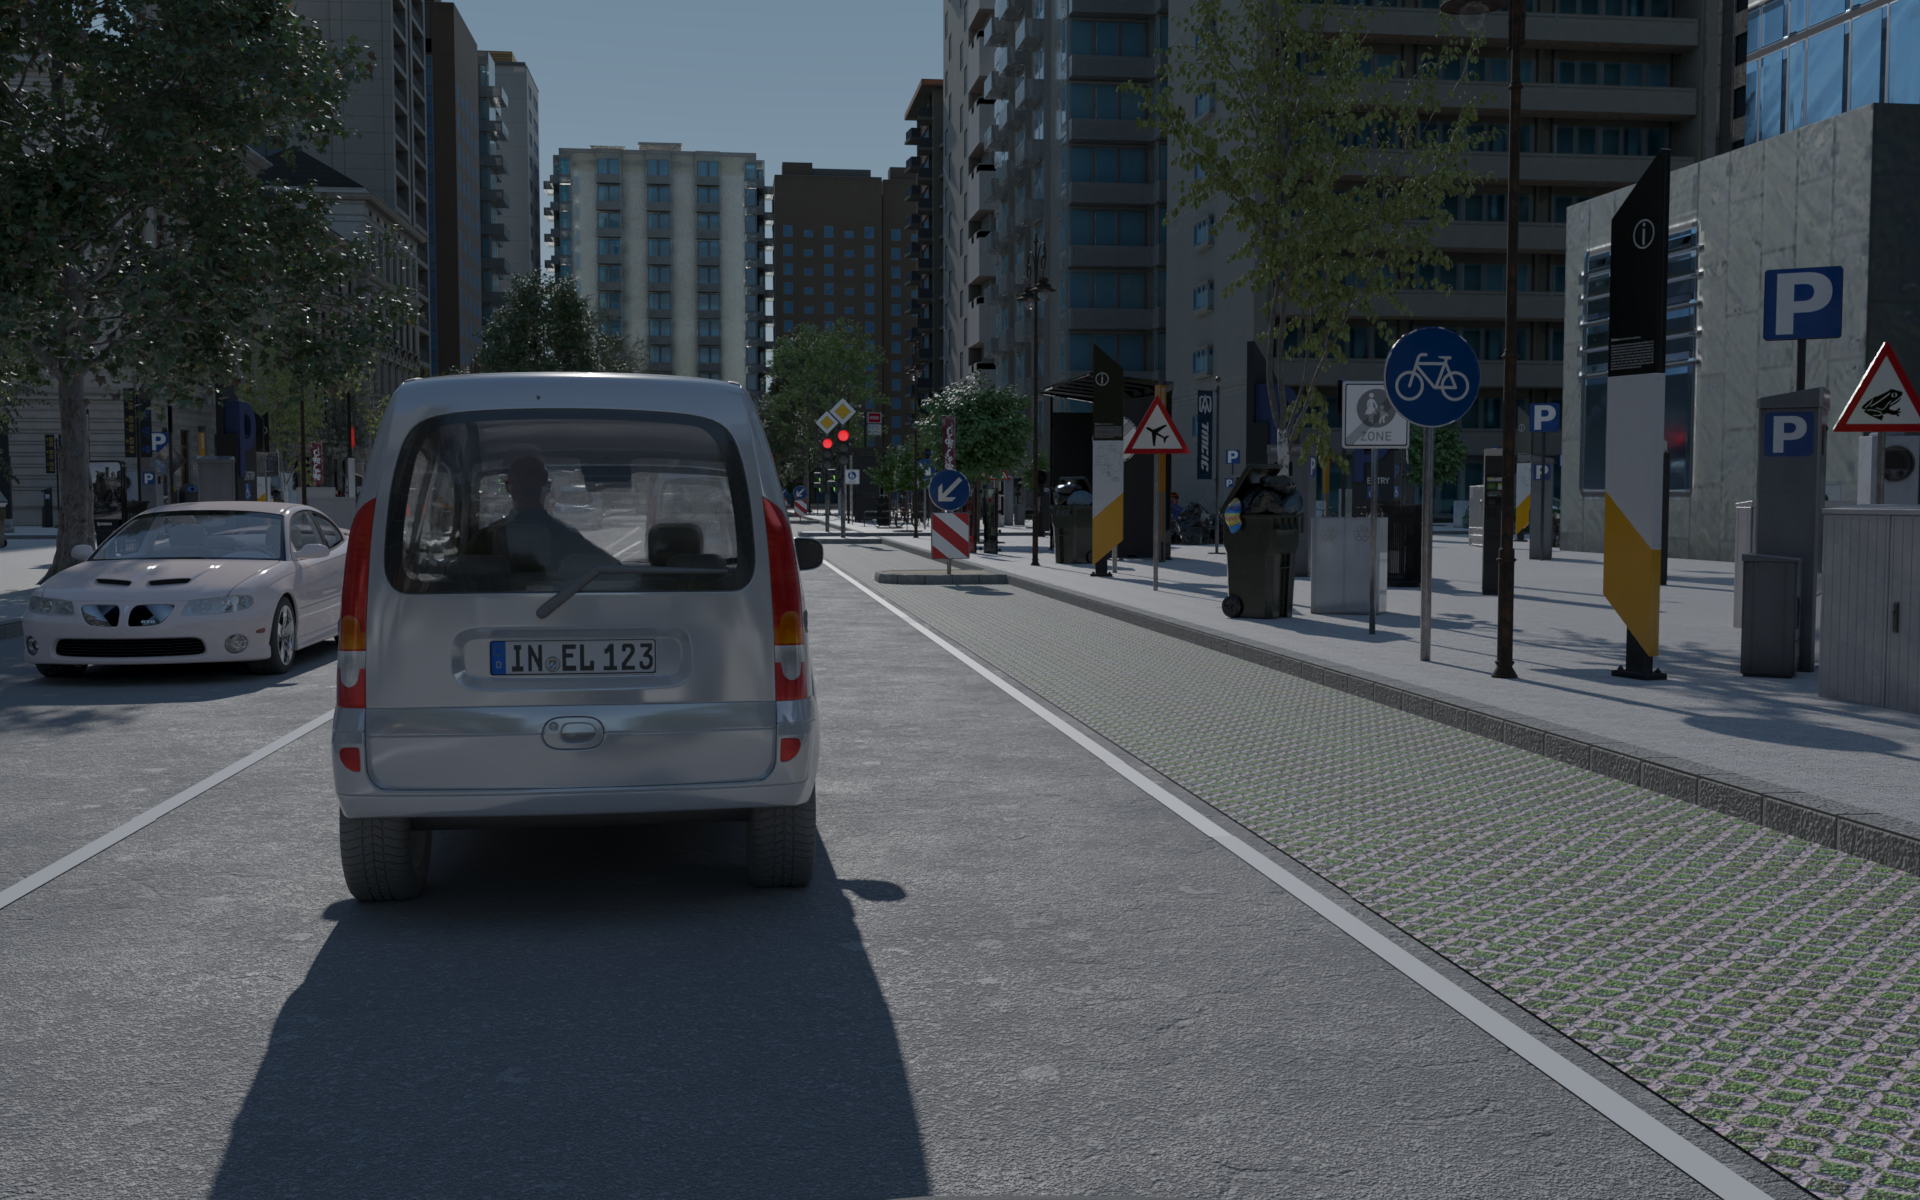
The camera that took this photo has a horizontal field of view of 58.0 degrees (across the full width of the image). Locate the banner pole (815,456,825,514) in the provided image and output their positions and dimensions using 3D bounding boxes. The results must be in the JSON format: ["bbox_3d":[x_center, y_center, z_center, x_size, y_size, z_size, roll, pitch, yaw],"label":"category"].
[{"bbox_3d":[-9.220,-7.599,114.254,0.863,3.779,0.401,-3,5,-44],"label":"banner pole"}]

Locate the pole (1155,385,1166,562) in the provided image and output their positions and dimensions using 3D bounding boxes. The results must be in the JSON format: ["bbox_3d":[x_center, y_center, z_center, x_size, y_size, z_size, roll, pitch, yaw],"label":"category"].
[{"bbox_3d":[3.756,-2.366,32.532,0.158,3.312,0.155,0,3,0],"label":"pole"}]

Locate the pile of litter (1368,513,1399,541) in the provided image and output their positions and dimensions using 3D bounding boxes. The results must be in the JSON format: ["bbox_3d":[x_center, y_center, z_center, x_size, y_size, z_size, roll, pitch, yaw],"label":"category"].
[{"bbox_3d":[9.876,-1.603,40.178,1.176,0.858,1.719,3,5,43],"label":"pile of litter"}]

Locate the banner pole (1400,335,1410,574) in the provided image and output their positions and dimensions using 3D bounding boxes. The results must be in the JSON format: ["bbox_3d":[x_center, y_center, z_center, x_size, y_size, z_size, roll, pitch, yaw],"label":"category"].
[{"bbox_3d":[6.959,-2.264,27.037,0.401,3.779,0.863,0,4,7],"label":"banner pole"}]

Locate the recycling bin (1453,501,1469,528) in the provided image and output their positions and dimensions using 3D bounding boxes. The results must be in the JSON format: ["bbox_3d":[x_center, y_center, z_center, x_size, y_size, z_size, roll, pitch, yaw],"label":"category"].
[{"bbox_3d":[19.232,-3.269,66.002,0.722,1.027,0.722,2,4,26],"label":"recycling bin"}]

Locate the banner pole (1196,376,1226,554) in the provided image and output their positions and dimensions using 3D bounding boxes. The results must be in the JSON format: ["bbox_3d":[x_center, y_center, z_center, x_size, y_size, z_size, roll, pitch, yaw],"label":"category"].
[{"bbox_3d":[5.316,-2.863,36.825,0.863,3.779,0.401,-3,4,-38],"label":"banner pole"}]

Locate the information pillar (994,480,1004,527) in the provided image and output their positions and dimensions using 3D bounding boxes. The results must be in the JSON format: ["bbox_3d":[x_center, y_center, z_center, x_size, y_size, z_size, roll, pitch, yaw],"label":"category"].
[{"bbox_3d":[1.516,-3.830,67.110,0.304,2.012,0.304,2,4,34],"label":"information pillar"}]

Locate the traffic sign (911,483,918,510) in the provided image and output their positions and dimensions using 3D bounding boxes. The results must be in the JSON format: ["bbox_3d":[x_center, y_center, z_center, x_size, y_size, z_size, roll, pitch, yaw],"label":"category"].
[{"bbox_3d":[-2.189,-4.659,78.302,0.606,2.300,0.079,0,4,-2],"label":"traffic sign"}]

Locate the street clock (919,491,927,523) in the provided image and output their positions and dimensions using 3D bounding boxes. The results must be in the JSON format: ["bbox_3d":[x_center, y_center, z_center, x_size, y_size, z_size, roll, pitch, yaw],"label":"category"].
[{"bbox_3d":[-1.633,-4.450,77.323,0.358,2.002,0.471,0,4,-5],"label":"street clock"}]

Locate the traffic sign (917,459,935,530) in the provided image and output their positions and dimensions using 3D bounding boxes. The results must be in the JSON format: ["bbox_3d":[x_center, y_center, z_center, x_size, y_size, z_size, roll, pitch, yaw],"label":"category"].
[{"bbox_3d":[-1.270,-3.822,62.594,0.768,2.556,0.104,0,4,-1],"label":"traffic sign"}]

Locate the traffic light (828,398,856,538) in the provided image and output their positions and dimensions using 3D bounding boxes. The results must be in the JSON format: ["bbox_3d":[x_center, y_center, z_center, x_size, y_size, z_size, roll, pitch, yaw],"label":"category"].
[{"bbox_3d":[-3.446,-3.778,50.696,0.839,4.253,0.868,0,4,-8],"label":"traffic light"}]

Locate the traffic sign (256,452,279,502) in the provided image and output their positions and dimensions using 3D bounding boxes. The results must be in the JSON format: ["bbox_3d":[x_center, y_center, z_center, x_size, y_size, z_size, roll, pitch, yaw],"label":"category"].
[{"bbox_3d":[-16.863,-2.446,42.126,0.606,2.300,0.079,0,4,0],"label":"traffic sign"}]

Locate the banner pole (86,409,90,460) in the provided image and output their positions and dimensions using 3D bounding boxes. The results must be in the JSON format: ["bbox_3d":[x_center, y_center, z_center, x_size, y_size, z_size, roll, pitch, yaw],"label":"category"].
[{"bbox_3d":[-22.477,-3.331,44.471,0.401,3.779,0.863,0,4,-6],"label":"banner pole"}]

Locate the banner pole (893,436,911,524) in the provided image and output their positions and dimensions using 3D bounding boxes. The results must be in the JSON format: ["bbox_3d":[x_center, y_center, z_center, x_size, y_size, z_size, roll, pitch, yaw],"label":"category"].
[{"bbox_3d":[-2.403,-5.186,74.803,0.401,3.779,0.863,3,5,43],"label":"banner pole"}]

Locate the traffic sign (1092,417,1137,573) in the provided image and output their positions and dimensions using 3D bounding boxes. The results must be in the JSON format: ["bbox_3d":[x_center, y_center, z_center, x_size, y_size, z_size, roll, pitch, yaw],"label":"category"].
[{"bbox_3d":[2.524,-1.717,28.175,0.768,2.556,0.104,0,4,-4],"label":"traffic sign"}]

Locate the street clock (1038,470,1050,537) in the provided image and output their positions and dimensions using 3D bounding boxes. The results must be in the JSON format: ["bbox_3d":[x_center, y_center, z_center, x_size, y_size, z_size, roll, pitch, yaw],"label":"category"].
[{"bbox_3d":[2.438,-2.894,51.888,0.471,2.002,0.358,2,4,27],"label":"street clock"}]

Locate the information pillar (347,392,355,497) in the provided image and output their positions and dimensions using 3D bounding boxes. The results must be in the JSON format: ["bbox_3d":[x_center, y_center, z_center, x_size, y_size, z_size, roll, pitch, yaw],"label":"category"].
[{"bbox_3d":[-14.067,-2.978,40.043,0.183,3.616,0.504,-1,4,-12],"label":"information pillar"}]

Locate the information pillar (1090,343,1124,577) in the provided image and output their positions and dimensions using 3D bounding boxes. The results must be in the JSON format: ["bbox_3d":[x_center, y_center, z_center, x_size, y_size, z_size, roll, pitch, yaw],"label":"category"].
[{"bbox_3d":[2.284,-2.172,26.867,0.504,3.616,0.183,0,4,8],"label":"information pillar"}]

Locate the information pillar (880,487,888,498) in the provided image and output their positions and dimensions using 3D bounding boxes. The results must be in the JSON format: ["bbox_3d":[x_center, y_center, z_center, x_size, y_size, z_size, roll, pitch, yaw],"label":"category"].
[{"bbox_3d":[-3.836,-5.053,87.115,0.304,2.012,0.304,2,4,35],"label":"information pillar"}]

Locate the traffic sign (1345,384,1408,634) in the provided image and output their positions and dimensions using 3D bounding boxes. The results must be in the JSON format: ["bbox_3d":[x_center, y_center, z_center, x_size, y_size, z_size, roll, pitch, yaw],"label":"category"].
[{"bbox_3d":[3.770,-0.835,15.778,0.606,2.300,0.079,0,4,-1],"label":"traffic sign"}]

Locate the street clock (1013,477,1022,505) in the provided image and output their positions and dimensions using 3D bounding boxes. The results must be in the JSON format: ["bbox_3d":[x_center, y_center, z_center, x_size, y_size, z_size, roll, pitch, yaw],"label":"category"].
[{"bbox_3d":[2.467,-4.256,74.157,0.358,2.002,0.471,2,4,25],"label":"street clock"}]

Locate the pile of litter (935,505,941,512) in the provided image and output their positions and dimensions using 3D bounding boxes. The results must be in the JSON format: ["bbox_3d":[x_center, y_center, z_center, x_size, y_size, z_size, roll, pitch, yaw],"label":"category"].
[{"bbox_3d":[-0.745,-4.183,82.355,1.176,0.858,1.719,2,4,34],"label":"pile of litter"}]

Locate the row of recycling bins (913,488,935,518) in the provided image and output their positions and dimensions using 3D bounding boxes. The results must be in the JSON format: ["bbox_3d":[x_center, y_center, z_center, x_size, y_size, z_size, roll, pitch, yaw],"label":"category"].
[{"bbox_3d":[-1.965,-5.263,93.162,1.069,1.692,3.534,0,4,6],"label":"row of recycling bins"}]

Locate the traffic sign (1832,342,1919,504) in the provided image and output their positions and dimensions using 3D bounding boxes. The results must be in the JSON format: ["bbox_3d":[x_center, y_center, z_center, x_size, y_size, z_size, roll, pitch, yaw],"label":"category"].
[{"bbox_3d":[7.912,-0.911,14.899,0.884,2.594,0.081,0,4,-2],"label":"traffic sign"}]

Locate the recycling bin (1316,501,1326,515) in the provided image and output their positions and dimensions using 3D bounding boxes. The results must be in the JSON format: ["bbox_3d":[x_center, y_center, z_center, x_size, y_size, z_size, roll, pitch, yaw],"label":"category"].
[{"bbox_3d":[13.457,-3.250,65.698,0.722,1.027,0.722,0,4,1],"label":"recycling bin"}]

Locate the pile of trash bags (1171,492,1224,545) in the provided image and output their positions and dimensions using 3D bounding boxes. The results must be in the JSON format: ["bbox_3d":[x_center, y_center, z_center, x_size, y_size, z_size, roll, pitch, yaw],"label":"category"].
[{"bbox_3d":[6.639,-2.150,44.909,3.447,1.369,1.912,-2,4,-32],"label":"pile of trash bags"}]

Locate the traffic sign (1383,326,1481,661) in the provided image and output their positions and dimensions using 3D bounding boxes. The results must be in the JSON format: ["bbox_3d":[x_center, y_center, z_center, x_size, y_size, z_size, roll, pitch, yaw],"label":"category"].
[{"bbox_3d":[3.581,-0.804,13.251,0.768,2.556,0.104,0,4,-7],"label":"traffic sign"}]

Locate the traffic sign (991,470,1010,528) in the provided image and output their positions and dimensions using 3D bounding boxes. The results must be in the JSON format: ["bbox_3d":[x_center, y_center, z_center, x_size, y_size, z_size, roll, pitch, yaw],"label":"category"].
[{"bbox_3d":[1.454,-4.022,65.765,0.884,2.594,0.081,0,4,-2],"label":"traffic sign"}]

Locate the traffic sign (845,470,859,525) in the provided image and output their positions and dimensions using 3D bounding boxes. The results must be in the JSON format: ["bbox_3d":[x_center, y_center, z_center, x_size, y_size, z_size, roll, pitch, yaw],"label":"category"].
[{"bbox_3d":[-4.510,-4.302,72.466,0.606,2.300,0.079,0,4,-1],"label":"traffic sign"}]

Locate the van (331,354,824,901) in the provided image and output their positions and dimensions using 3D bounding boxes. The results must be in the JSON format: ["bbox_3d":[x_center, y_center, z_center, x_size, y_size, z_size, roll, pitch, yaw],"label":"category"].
[{"bbox_3d":[-1.557,-0.034,7.561,2.013,2.044,4.112,-1,4,-9],"label":"van"}]

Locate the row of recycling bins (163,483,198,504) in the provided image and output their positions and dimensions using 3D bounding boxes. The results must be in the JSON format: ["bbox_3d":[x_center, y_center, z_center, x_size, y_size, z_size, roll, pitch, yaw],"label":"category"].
[{"bbox_3d":[-29.340,-3.664,67.013,3.534,1.692,1.069,-3,5,-39],"label":"row of recycling bins"}]

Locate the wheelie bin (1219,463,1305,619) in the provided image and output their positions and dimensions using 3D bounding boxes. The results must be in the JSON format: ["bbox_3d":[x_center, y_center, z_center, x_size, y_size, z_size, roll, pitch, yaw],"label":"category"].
[{"bbox_3d":[3.163,-0.618,18.017,0.693,1.594,0.980,3,5,40],"label":"wheelie bin"}]

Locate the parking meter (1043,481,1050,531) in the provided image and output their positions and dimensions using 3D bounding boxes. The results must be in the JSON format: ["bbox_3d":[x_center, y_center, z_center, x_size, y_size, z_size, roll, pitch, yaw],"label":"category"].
[{"bbox_3d":[3.014,-3.316,59.921,0.399,1.863,0.255,0,4,5],"label":"parking meter"}]

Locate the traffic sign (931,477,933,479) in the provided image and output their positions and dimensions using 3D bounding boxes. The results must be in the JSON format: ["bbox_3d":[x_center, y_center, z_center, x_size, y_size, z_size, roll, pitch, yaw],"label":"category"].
[{"bbox_3d":[-1.170,-5.023,84.263,0.606,2.300,0.079,0,4,-3],"label":"traffic sign"}]

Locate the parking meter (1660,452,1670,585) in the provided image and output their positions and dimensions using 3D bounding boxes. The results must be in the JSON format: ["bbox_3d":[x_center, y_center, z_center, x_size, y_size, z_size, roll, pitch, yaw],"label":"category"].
[{"bbox_3d":[9.856,-1.152,24.541,0.255,1.863,0.399,0,4,3],"label":"parking meter"}]

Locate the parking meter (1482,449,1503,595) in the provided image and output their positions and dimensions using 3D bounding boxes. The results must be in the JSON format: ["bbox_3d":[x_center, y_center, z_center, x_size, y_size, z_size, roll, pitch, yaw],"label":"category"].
[{"bbox_3d":[6.803,-1.000,22.069,0.255,1.863,0.399,1,4,15],"label":"parking meter"}]

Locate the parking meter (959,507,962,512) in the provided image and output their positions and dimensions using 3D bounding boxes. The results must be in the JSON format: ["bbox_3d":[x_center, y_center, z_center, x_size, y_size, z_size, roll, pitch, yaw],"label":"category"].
[{"bbox_3d":[0.105,-3.913,72.388,0.372,1.533,0.369,0,3,0],"label":"parking meter"}]

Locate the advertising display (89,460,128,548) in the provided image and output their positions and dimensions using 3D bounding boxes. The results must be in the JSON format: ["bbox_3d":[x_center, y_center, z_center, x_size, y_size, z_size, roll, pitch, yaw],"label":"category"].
[{"bbox_3d":[-16.330,-1.705,33.087,0.974,1.923,0.123,1,4,19],"label":"advertising display"}]

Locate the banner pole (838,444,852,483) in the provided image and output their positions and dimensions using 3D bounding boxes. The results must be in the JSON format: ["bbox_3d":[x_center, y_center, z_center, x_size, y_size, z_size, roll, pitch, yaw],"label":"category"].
[{"bbox_3d":[-5.706,-5.917,86.760,0.863,3.779,0.401,-1,4,-11],"label":"banner pole"}]

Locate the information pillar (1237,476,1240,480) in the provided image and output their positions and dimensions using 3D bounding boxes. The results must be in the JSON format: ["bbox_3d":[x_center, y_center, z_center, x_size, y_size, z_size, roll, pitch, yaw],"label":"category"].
[{"bbox_3d":[11.153,-3.970,69.393,0.304,2.012,0.304,2,4,34],"label":"information pillar"}]

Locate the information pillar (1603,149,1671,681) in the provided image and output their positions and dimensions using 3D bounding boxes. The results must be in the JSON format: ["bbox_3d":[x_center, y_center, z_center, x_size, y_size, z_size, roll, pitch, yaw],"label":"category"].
[{"bbox_3d":[4.710,-1.266,12.056,0.183,3.616,0.504,-1,4,-21],"label":"information pillar"}]

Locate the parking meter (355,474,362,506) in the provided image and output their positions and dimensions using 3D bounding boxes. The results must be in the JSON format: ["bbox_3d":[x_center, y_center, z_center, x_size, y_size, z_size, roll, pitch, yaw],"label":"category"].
[{"bbox_3d":[-17.177,-2.698,49.825,0.399,1.863,0.255,2,4,24],"label":"parking meter"}]

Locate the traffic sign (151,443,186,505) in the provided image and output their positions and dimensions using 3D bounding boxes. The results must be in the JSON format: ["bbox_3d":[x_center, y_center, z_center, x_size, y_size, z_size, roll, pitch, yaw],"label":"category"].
[{"bbox_3d":[-17.996,-2.337,39.402,0.795,2.450,0.064,0,4,-3],"label":"traffic sign"}]

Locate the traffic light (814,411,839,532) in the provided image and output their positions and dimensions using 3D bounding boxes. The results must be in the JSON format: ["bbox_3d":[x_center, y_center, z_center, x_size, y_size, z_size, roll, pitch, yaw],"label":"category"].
[{"bbox_3d":[-4.514,-4.262,58.609,0.839,4.253,0.868,0,4,-8],"label":"traffic light"}]

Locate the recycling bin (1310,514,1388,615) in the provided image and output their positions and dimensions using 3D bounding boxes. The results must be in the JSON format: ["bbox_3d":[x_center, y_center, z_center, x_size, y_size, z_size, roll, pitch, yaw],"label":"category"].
[{"bbox_3d":[4.208,-0.377,18.717,0.722,1.027,0.722,1,4,21],"label":"recycling bin"}]

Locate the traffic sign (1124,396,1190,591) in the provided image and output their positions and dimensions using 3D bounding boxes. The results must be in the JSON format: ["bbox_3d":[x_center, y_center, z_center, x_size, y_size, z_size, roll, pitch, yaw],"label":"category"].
[{"bbox_3d":[2.599,-1.403,22.950,0.884,2.594,0.081,0,4,-4],"label":"traffic sign"}]

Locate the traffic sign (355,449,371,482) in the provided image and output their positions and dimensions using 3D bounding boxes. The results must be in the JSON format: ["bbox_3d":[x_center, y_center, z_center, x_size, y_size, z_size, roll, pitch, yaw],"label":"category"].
[{"bbox_3d":[-16.815,-2.982,48.865,0.768,2.556,0.104,0,4,-1],"label":"traffic sign"}]

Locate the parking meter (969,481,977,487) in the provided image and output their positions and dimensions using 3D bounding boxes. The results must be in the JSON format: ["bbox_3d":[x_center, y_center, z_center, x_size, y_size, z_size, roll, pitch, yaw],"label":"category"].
[{"bbox_3d":[0.348,-2.665,49.276,0.399,1.863,0.255,-2,4,-30],"label":"parking meter"}]

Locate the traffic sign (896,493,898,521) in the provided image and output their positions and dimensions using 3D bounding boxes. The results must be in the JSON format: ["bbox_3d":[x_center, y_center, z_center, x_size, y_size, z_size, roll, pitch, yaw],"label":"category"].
[{"bbox_3d":[-2.982,-5.014,82.088,0.768,2.556,0.104,0,4,0],"label":"traffic sign"}]

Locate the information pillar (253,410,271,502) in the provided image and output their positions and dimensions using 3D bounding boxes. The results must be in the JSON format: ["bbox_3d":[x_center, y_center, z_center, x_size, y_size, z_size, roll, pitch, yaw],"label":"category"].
[{"bbox_3d":[-19.574,-3.497,48.533,0.504,3.616,0.183,-2,4,-26],"label":"information pillar"}]

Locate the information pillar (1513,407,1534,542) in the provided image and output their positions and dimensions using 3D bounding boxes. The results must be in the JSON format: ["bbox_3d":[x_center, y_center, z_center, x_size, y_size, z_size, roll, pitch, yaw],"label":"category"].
[{"bbox_3d":[15.147,-3.372,46.487,0.183,3.616,0.504,-2,4,-32],"label":"information pillar"}]

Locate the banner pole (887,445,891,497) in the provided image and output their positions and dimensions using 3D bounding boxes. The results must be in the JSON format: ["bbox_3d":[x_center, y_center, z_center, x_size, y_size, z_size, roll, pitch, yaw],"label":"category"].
[{"bbox_3d":[-3.438,-6.066,89.203,0.401,3.779,0.863,3,5,43],"label":"banner pole"}]

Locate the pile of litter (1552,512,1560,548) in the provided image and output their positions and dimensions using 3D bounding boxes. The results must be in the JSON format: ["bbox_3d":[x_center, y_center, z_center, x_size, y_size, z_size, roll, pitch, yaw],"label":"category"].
[{"bbox_3d":[14.595,-1.691,41.618,1.176,0.858,1.719,0,4,3],"label":"pile of litter"}]

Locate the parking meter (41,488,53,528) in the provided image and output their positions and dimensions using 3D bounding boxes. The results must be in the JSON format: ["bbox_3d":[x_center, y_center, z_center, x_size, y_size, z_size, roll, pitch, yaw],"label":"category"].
[{"bbox_3d":[-35.020,-3.549,66.435,0.372,1.533,0.369,0,3,0],"label":"parking meter"}]
